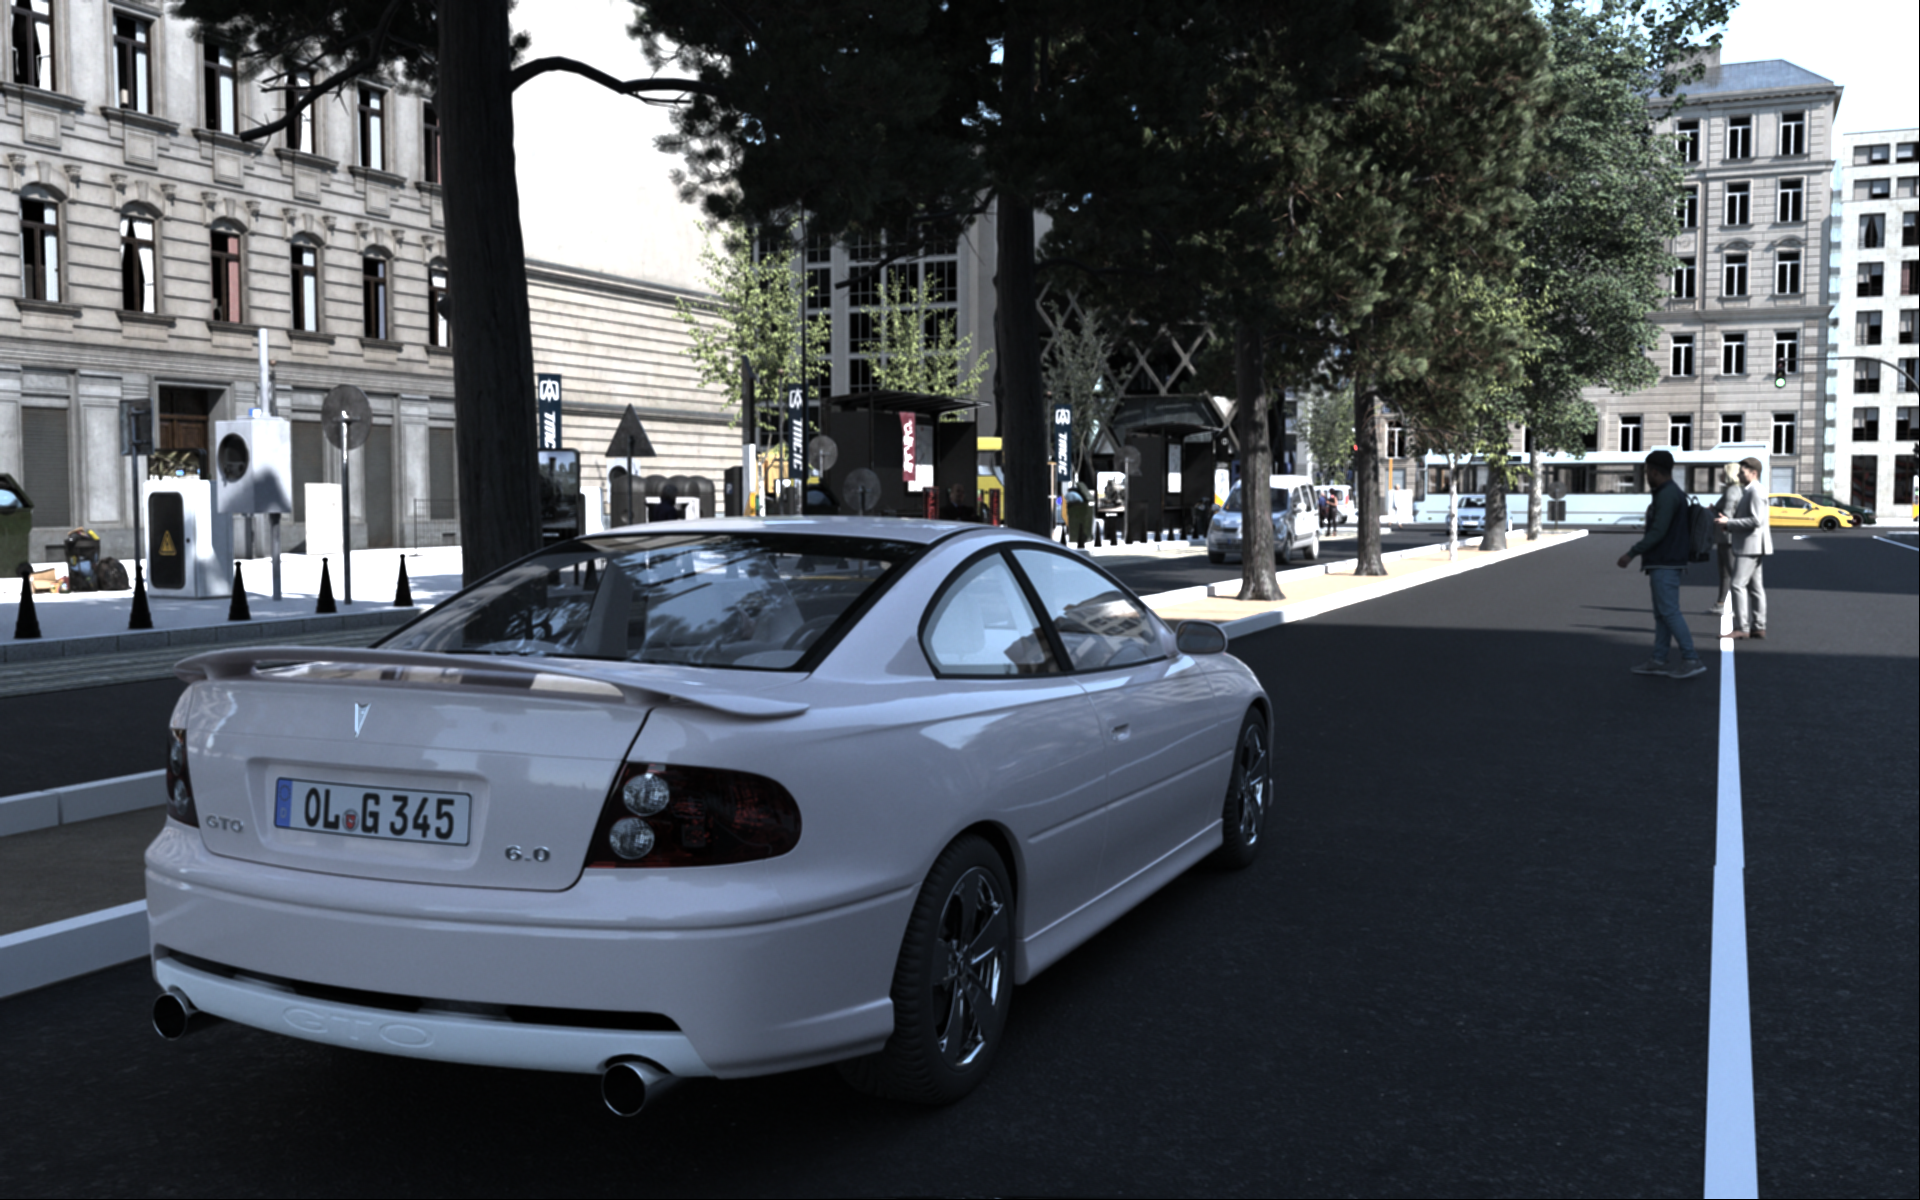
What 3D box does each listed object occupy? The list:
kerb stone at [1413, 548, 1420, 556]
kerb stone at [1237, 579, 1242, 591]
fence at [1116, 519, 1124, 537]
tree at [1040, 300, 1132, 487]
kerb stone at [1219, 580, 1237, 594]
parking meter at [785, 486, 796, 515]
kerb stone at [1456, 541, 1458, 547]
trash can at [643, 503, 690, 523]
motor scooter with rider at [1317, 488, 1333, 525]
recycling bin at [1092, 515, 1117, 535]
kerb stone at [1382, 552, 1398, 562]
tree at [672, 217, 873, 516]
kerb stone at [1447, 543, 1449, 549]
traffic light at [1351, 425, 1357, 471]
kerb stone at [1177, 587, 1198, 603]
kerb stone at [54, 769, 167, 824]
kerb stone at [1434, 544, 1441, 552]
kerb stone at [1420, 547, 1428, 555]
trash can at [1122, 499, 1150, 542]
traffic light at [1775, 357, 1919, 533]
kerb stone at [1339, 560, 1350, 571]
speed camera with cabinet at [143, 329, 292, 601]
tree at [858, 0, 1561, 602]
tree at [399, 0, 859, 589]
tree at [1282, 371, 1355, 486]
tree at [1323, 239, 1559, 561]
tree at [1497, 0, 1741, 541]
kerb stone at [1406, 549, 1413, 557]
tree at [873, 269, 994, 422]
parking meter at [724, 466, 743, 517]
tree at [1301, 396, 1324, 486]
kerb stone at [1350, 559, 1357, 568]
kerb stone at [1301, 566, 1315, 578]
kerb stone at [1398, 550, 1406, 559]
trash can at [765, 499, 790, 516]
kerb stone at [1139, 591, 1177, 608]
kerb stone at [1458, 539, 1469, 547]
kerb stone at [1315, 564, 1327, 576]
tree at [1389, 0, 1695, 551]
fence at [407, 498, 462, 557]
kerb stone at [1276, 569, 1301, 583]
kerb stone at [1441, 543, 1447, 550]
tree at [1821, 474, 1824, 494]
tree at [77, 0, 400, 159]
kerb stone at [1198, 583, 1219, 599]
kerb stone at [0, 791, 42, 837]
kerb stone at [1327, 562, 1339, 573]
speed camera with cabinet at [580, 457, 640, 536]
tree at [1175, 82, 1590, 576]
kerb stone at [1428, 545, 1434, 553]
[{"bbox_3d":[10.408,-1.077,39.924,0.120,0.150,1.000,2,4,24],"label":"kerb stone"},{"bbox_3d":[4.182,-0.222,25.827,0.120,0.150,1.000,2,4,24],"label":"kerb stone"},{"bbox_3d":[4.806,-2.265,52.408,0.278,0.683,2.069,0,4,-4],"label":"fence"},{"bbox_3d":[4.223,-6.900,63.182,4.360,8.622,3.978,0,3,0],"label":"tree"},{"bbox_3d":[3.757,-0.164,24.879,0.120,0.150,1.000,2,4,24],"label":"kerb stone"},{"bbox_3d":[-5.480,-2.909,55.968,0.372,1.533,0.369,0,3,0],"label":"parking meter"},{"bbox_3d":[12.908,-1.428,45.560,0.120,0.150,1.000,2,4,24],"label":"kerb stone"},{"bbox_3d":[-4.762,-1.009,28.152,0.748,1.137,0.748,0,3,0],"label":"trash can"},{"bbox_3d":[16.687,-4.428,81.362,1.986,1.779,0.876,1,4,23],"label":"motor scooter with rider"},{"bbox_3d":[4.475,-2.558,54.385,0.722,1.027,0.722,-1,4,-13],"label":"recycling bin"},{"bbox_3d":[9.174,-0.912,37.103,0.120,0.150,1.000,2,4,24],"label":"kerb stone"},{"bbox_3d":[-4.914,-5.636,42.517,4.737,8.622,4.395,0,3,0],"label":"tree"},{"bbox_3d":[12.501,-1.371,44.619,0.120,0.150,1.000,2,4,24],"label":"kerb stone"},{"bbox_3d":[14.774,-4.583,63.845,0.839,4.253,0.868,2,4,24],"label":"traffic light"},{"bbox_3d":[2.934,-0.049,23.000,0.120,0.150,1.000,2,4,24],"label":"kerb stone"},{"bbox_3d":[-3.719,0.874,7.947,0.120,0.150,1.000,2,4,24],"label":"kerb stone"},{"bbox_3d":[11.665,-1.255,42.746,0.120,0.150,1.000,2,4,24],"label":"kerb stone"},{"bbox_3d":[10.832,-1.140,40.863,0.120,0.150,1.000,2,4,24],"label":"kerb stone"},{"bbox_3d":[4.772,-2.158,46.938,0.748,1.137,0.748,0,3,0],"label":"trash can"},{"bbox_3d":[29.493,-5.050,57.231,4.771,5.953,1.251,2,4,24],"label":"traffic light"},{"bbox_3d":[7.093,-0.624,32.404,0.120,0.150,1.000,2,4,24],"label":"kerb stone"},{"bbox_3d":[-9.042,-1.632,21.023,2.038,3.252,0.660,2,4,29],"label":"speed camera with cabinet"},{"bbox_3d":[3.938,-6.932,23.211,7.806,13.903,7.818,0,3,0],"label":"tree"},{"bbox_3d":[0.582,-6.494,16.064,7.806,13.903,7.818,0,3,0],"label":"tree"},{"bbox_3d":[18.848,-8.534,89.894,4.360,8.622,3.978,0,3,0],"label":"tree"},{"bbox_3d":[10.426,-5.110,36.362,4.737,8.622,4.395,0,3,0],"label":"tree"},{"bbox_3d":[16.830,-11.951,53.740,12.611,20.169,13.585,0,3,0],"label":"tree"},{"bbox_3d":[10.002,-1.027,38.983,0.120,0.150,1.000,2,4,24],"label":"kerb stone"},{"bbox_3d":[-1.347,-6.535,57.209,4.737,8.622,4.395,0,3,0],"label":"tree"},{"bbox_3d":[-4.738,-1.871,36.298,0.255,1.863,0.399,-3,5,-44],"label":"parking meter"},{"bbox_3d":[24.384,-9.787,110.385,4.737,8.622,4.395,0,3,0],"label":"tree"},{"bbox_3d":[7.505,-0.682,33.342,0.120,0.150,1.000,2,4,24],"label":"kerb stone"},{"bbox_3d":[5.849,-0.450,29.579,0.120,0.150,1.000,2,4,24],"label":"kerb stone"},{"bbox_3d":[9.589,-0.969,38.045,0.120,0.150,1.000,2,4,24],"label":"kerb stone"},{"bbox_3d":[-5.107,-2.229,48.102,0.748,1.137,0.748,0,3,0],"label":"trash can"},{"bbox_3d":[2.527,0.014,22.060,0.120,0.150,1.000,2,4,24],"label":"kerb stone"},{"bbox_3d":[13.738,-1.544,47.434,0.120,0.150,1.000,2,4,24],"label":"kerb stone"},{"bbox_3d":[6.266,-0.509,30.524,0.120,0.150,1.000,2,4,24],"label":"kerb stone"},{"bbox_3d":[13.368,-8.187,42.973,9.857,13.997,8.962,0,3,0],"label":"tree"},{"bbox_3d":[-10.110,-1.476,35.334,2.264,1.192,0.480,0,4,7],"label":"fence"},{"bbox_3d":[5.430,-0.394,28.643,0.120,0.150,1.000,2,4,24],"label":"kerb stone"},{"bbox_3d":[12.077,-1.314,43.684,0.120,0.150,1.000,2,4,24],"label":"kerb stone"},{"bbox_3d":[83.144,-10.542,166.961,1.663,3.219,1.824,0,3,0],"label":"tree"},{"bbox_3d":[-2.386,-6.047,8.746,7.806,13.903,7.818,0,3,0],"label":"tree"},{"bbox_3d":[3.354,-0.106,23.935,0.120,0.150,1.000,2,4,24],"label":"kerb stone"},{"bbox_3d":[-4.132,0.930,7.008,0.120,0.150,1.000,2,4,24],"label":"kerb stone"},{"bbox_3d":[6.674,-0.567,31.464,0.120,0.150,1.000,2,4,24],"label":"kerb stone"},{"bbox_3d":[-9.236,-3.059,44.349,2.038,3.252,0.660,1,4,16],"label":"speed camera with cabinet"},{"bbox_3d":[7.074,-6.448,29.934,6.751,12.117,7.091,0,3,0],"label":"tree"},{"bbox_3d":[11.241,-1.196,41.803,0.120,0.150,1.000,2,4,24],"label":"kerb stone"}]
